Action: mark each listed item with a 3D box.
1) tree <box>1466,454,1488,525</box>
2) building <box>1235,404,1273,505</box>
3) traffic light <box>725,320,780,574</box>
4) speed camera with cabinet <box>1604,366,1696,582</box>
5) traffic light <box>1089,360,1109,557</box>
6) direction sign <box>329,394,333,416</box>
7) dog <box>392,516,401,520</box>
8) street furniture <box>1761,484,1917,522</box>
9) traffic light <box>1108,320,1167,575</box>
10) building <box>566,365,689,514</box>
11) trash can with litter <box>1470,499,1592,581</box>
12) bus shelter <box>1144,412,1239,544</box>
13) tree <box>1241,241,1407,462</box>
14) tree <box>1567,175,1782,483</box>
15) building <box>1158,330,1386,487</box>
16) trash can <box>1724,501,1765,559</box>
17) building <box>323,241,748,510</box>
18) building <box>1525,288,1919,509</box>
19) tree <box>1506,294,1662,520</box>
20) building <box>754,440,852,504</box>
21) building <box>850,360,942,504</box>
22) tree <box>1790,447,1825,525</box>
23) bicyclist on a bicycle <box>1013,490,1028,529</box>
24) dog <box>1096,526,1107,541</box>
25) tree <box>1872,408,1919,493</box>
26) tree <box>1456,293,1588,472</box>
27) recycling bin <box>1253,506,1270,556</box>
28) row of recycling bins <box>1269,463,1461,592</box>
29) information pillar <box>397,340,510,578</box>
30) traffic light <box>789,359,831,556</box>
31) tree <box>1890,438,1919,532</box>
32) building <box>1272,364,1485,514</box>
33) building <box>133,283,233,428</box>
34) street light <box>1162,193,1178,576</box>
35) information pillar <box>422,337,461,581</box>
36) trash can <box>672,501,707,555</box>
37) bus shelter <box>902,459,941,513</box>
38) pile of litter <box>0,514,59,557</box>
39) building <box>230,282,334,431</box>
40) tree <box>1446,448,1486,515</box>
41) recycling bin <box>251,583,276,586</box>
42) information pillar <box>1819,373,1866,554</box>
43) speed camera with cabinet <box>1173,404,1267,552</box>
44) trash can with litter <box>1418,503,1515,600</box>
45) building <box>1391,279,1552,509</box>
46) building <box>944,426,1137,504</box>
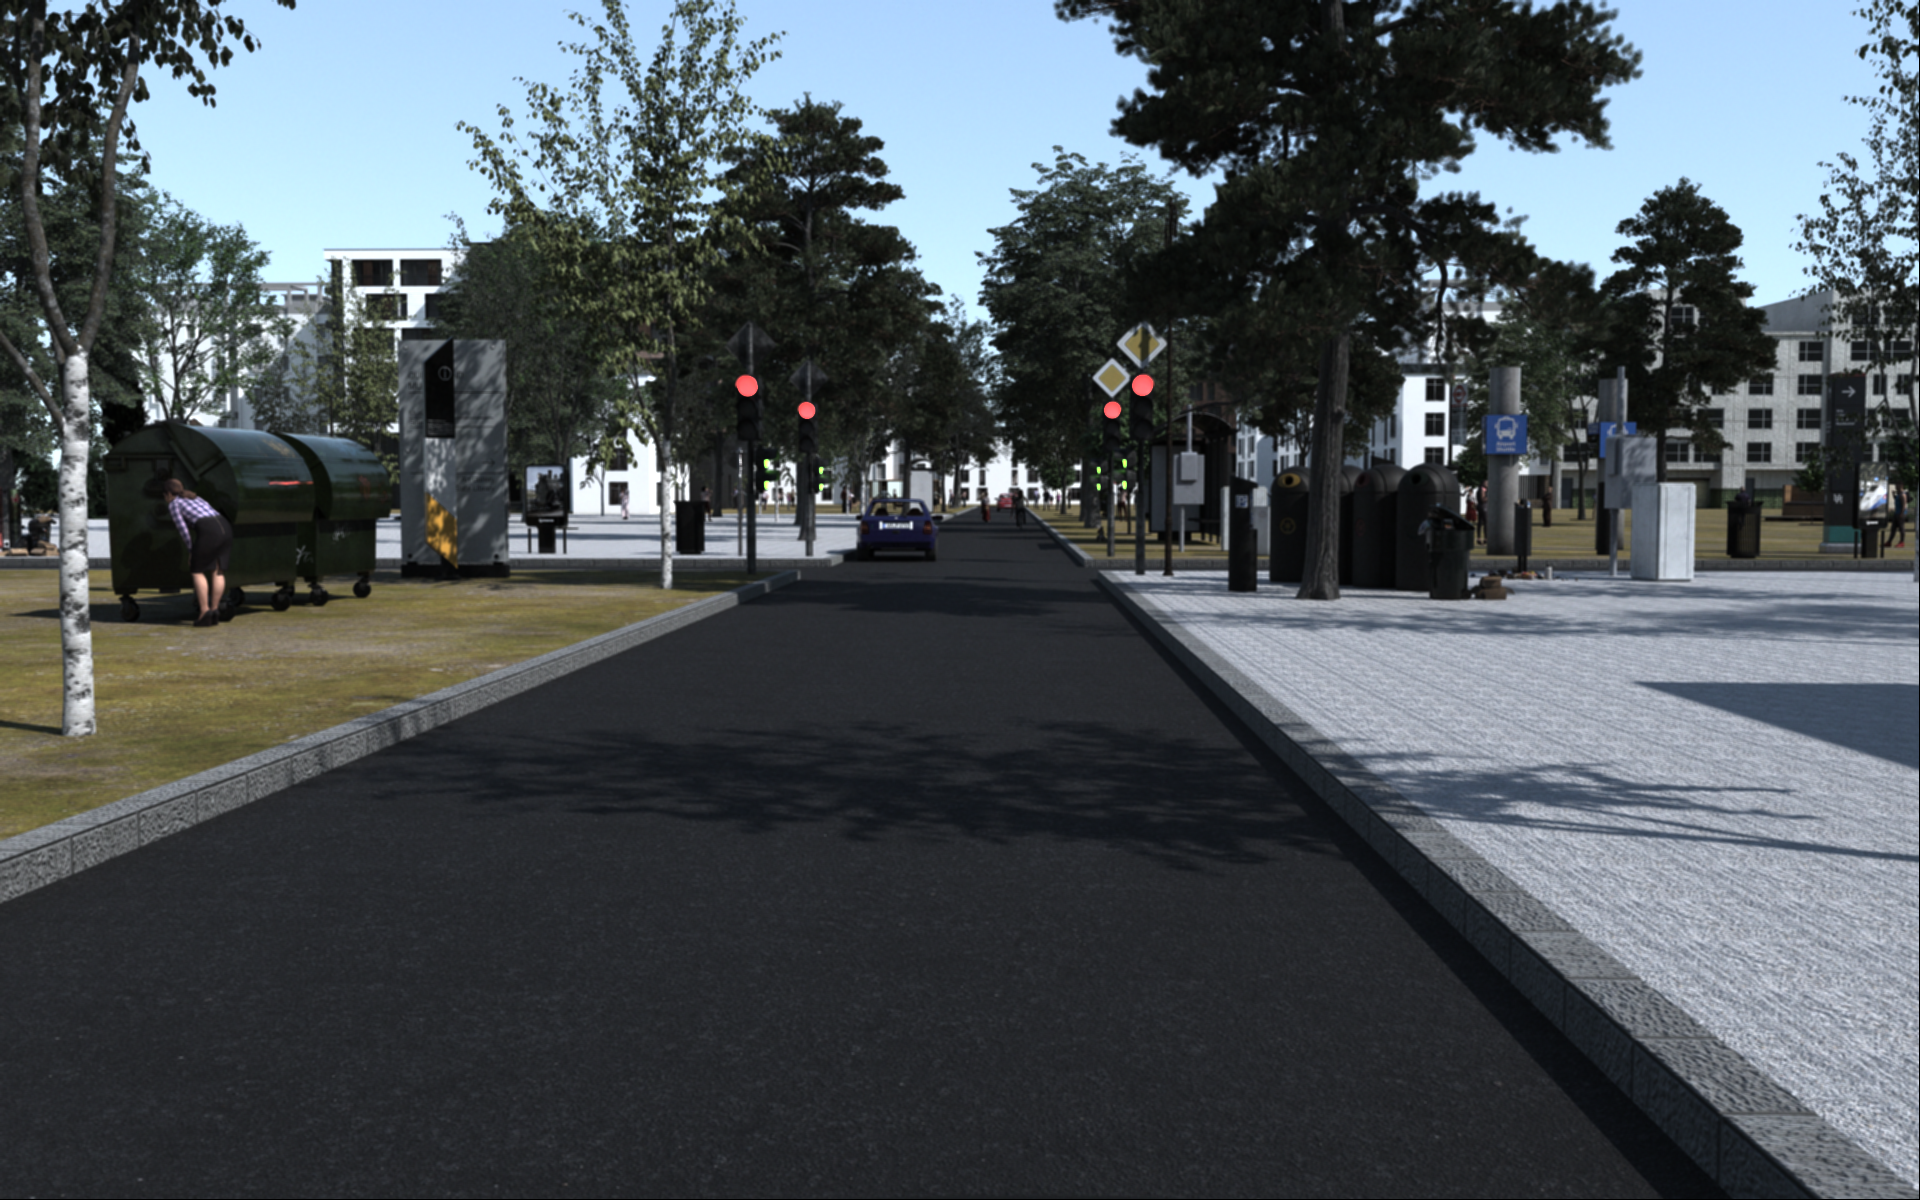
[{"bbox_3d":[22.224,-4.757,72.383,1.663,3.219,1.824,0,3,0],"label":"tree"},{"bbox_3d":[30.734,-12.926,153.481,9.099,9.664,28.070,0,4,2],"label":"building"},{"bbox_3d":[-3.315,-2.344,27.570,0.839,4.213,0.868,0,4,2],"label":"traffic light"},{"bbox_3d":[10.435,-1.950,26.218,0.660,3.252,2.038,0,4,-1],"label":"speed camera with cabinet"},{"bbox_3d":[3.074,-2.822,35.391,0.839,4.213,0.868,0,4,2],"label":"traffic light"},{"bbox_3d":[-14.415,-2.923,39.791,0.379,3.537,0.876,-1,4,-18],"label":"direction sign"},{"bbox_3d":[-27.673,-4.144,85.483,0.748,0.427,0.550,1,4,9],"label":"dog"},{"bbox_3d":[43.374,-4.594,81.958,9.812,1.723,11.010,3,5,40],"label":"street furniture"},{"bbox_3d":[2.844,-2.334,27.409,0.839,4.213,0.868,0,4,2],"label":"traffic light"},{"bbox_3d":[-24.173,-11.271,126.435,9.099,9.664,28.070,0,4,2],"label":"building"},{"bbox_3d":[8.745,-0.959,26.745,1.678,1.210,2.233,1,4,10],"label":"trash can with litter"},{"bbox_3d":[5.935,-3.146,45.360,2.014,3.302,5.546,0,4,2],"label":"bus shelter"},{"bbox_3d":[16.959,-10.658,81.676,7.806,13.903,7.818,0,3,0],"label":"tree"},{"bbox_3d":[28.509,-9.932,69.810,7.806,13.903,7.818,0,3,0],"label":"tree"},{"bbox_3d":[42.669,-23.345,225.673,32.646,21.610,27.936,0,4,2],"label":"building"},{"bbox_3d":[15.629,-1.399,34.533,0.748,1.137,0.748,0,3,0],"label":"trash can"},{"bbox_3d":[-36.339,-18.999,154.611,32.646,21.610,27.936,0,4,2],"label":"building"},{"bbox_3d":[67.810,-17.810,157.657,31.486,18.905,16.747,0,4,2],"label":"building"},{"bbox_3d":[30.602,-9.730,84.837,9.928,11.665,9.643,0,3,0],"label":"tree"},{"bbox_3d":[-27.906,-16.923,218.843,28.070,9.664,9.099,0,4,2],"label":"building"},{"bbox_3d":[-8.067,-22.372,222.205,11.380,20.091,16.016,0,4,2],"label":"building"},{"bbox_3d":[35.233,-4.711,71.626,1.663,3.219,1.824,0,3,0],"label":"tree"},{"bbox_3d":[2.489,-3.725,70.931,1.499,1.676,1.625,0,4,3],"label":"bicyclist on a bicycle"},{"bbox_3d":[3.926,-1.802,47.206,0.550,0.427,0.748,3,5,42],"label":"dog"},{"bbox_3d":[57.751,-7.639,87.804,20.602,7.101,11.467,2,4,30],"label":"tree"},{"bbox_3d":[31.340,-10.968,97.453,7.486,12.596,7.792,0,3,0],"label":"tree"},{"bbox_3d":[6.215,-1.441,36.116,0.722,1.027,0.722,2,4,24],"label":"recycling bin"},{"bbox_3d":[5.621,-1.049,24.258,1.069,1.692,3.534,-2,4,-28],"label":"row of recycling bins"},{"bbox_3d":[-7.758,-2.154,26.528,1.656,3.620,0.184,0,4,4],"label":"information pillar"},{"bbox_3d":[-3.086,-2.832,35.552,0.839,4.213,0.868,0,4,2],"label":"traffic light"},{"bbox_3d":[33.003,-3.989,59.819,1.663,3.219,1.824,0,3,0],"label":"tree"},{"bbox_3d":[29.587,-11.213,125.485,9.099,9.664,28.070,0,4,2],"label":"building"},{"bbox_3d":[-70.161,-18.680,161.843,11.380,20.091,16.016,0,4,2],"label":"building"},{"bbox_3d":[3.271,-3.318,27.032,0.468,5.910,1.993,0,4,2],"label":"street light"},{"bbox_3d":[-7.707,-2.100,25.697,0.504,3.616,0.183,-3,5,-44],"label":"information pillar"},{"bbox_3d":[-5.730,-1.536,36.774,0.748,1.137,0.748,0,3,0],"label":"trash can"},{"bbox_3d":[-2.217,-6.587,101.620,2.014,3.302,5.546,0,4,2],"label":"bus shelter"},{"bbox_3d":[-19.135,-1.336,35.811,1.719,0.858,1.176,1,4,20],"label":"pile of litter"},{"bbox_3d":[-58.349,-18.647,161.299,11.380,20.091,16.016,0,4,2],"label":"building"},{"bbox_3d":[31.607,-7.509,106.493,4.285,4.588,4.351,0,3,0],"label":"tree"},{"bbox_3d":[-9.968,-0.735,24.569,0.722,1.027,0.722,0,4,-5],"label":"recycling bin"},{"bbox_3d":[19.032,-2.930,37.286,0.750,3.857,0.750,1,4,16],"label":"information pillar"},{"bbox_3d":[5.758,-2.695,38.391,2.038,3.252,0.660,0,4,6],"label":"speed camera with cabinet"},{"bbox_3d":[6.189,-0.599,21.174,1.055,1.170,0.624,0,4,-7],"label":"trash can with litter"},{"bbox_3d":[46.406,-18.502,158.919,11.380,20.091,16.016,0,4,2],"label":"building"},{"bbox_3d":[11.869,-16.889,218.284,28.070,9.664,9.099,0,4,2],"label":"building"}]
